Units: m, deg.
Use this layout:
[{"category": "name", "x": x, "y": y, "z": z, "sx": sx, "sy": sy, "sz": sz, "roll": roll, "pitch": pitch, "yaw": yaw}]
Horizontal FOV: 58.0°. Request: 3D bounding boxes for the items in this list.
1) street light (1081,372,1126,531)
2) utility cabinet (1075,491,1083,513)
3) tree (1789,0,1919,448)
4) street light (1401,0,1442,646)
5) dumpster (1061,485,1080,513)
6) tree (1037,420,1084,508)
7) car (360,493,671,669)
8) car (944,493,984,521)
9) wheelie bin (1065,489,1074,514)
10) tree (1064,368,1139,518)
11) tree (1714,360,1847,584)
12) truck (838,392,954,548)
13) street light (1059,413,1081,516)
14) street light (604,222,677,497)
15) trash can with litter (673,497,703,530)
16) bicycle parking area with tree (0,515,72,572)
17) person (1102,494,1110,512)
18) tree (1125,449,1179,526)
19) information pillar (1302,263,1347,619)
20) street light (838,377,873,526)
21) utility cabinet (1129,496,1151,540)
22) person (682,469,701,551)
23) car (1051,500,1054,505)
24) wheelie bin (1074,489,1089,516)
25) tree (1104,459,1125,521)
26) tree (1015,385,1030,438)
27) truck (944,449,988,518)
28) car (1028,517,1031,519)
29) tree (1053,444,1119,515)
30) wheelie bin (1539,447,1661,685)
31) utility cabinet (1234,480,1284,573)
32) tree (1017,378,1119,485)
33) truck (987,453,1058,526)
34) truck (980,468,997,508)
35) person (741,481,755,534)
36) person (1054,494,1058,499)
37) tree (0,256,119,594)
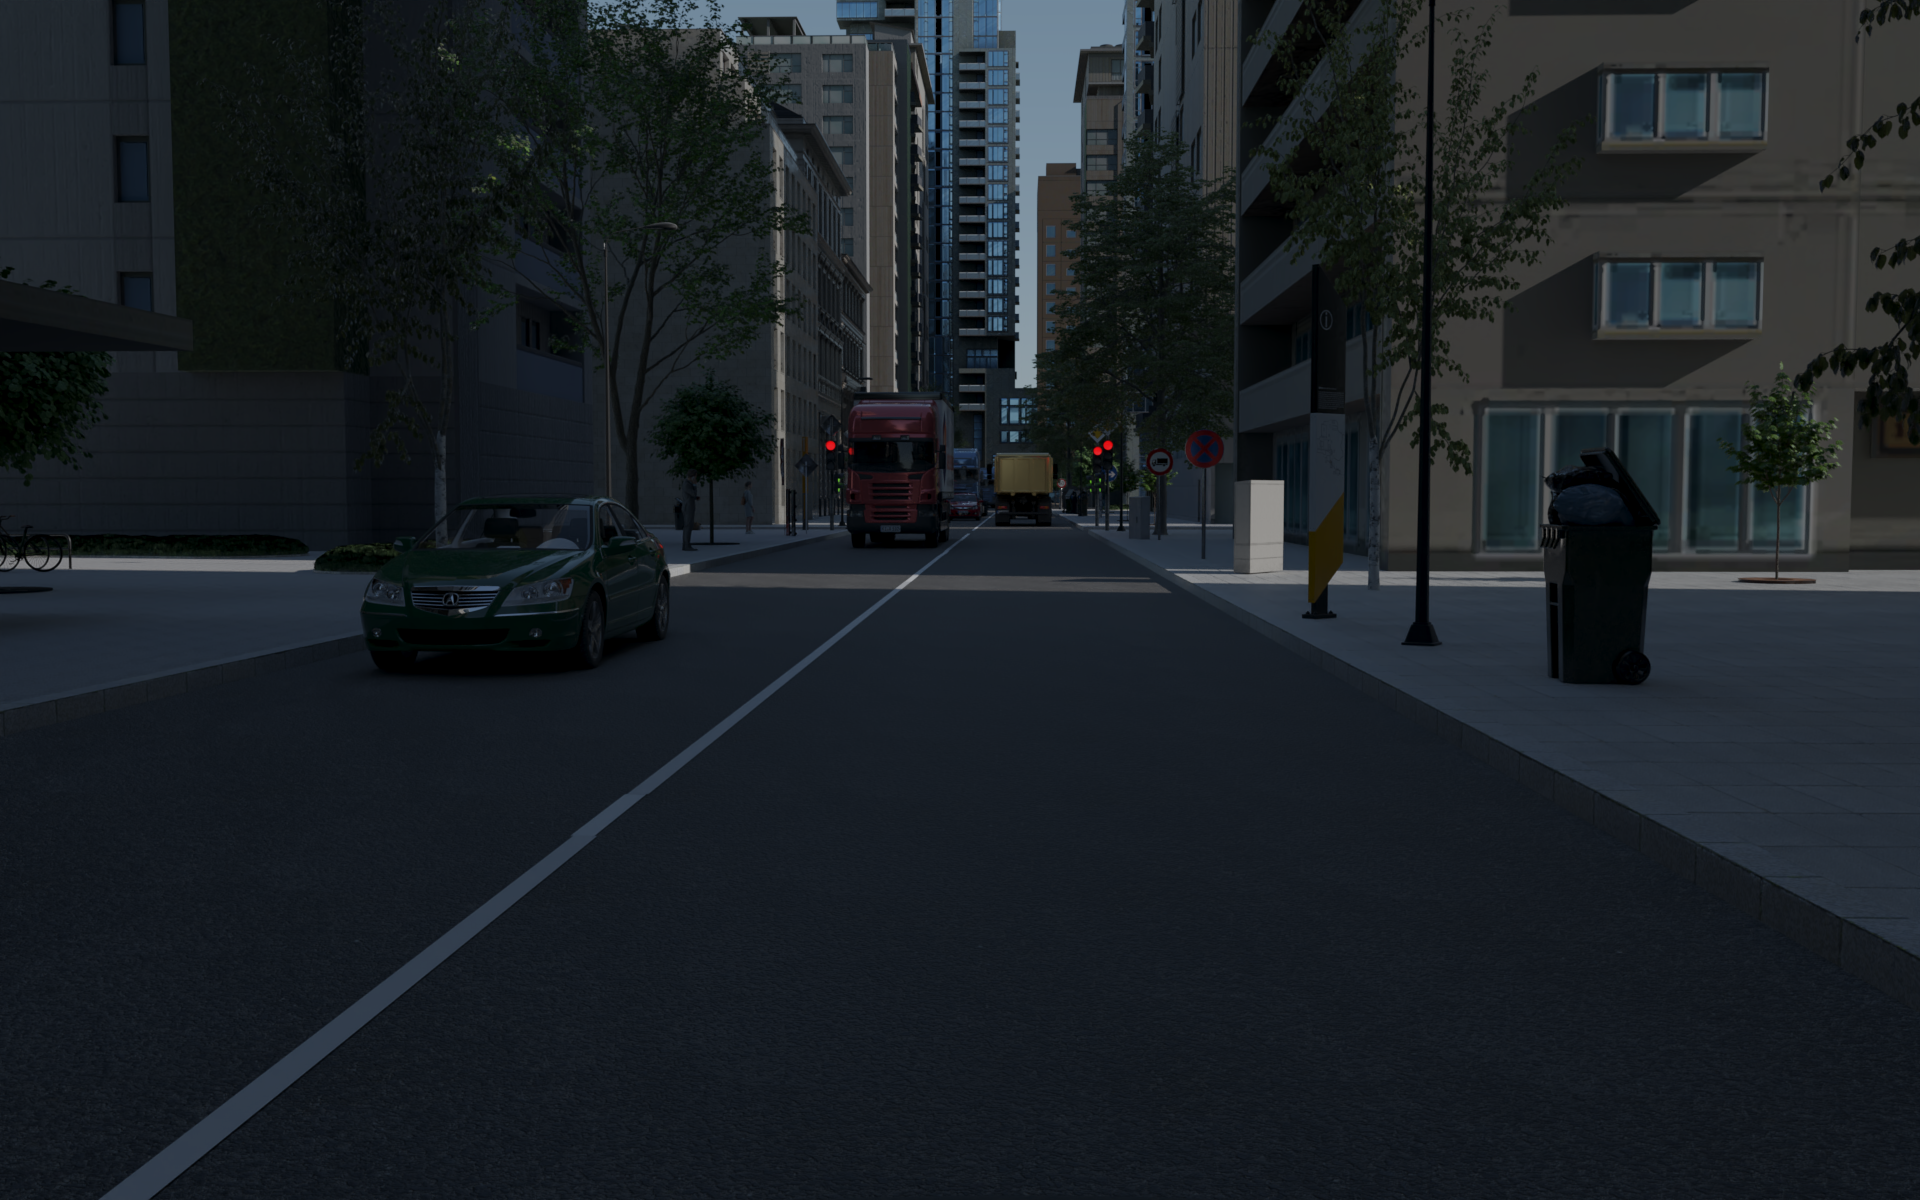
[{"category": "street light", "x": 5.015, "y": -5.320, "z": 59.529, "sx": 1.470, "sy": 5.913, "sz": 1.316, "roll": 0, "pitch": 4, "yaw": 2}, {"category": "utility cabinet", "x": 7.760, "y": -6.506, "z": 115.057, "sx": 1.173, "sy": 1.500, "sz": 0.318, "roll": 3, "pitch": 5, "yaw": 43}, {"category": "tree", "x": 4.995, "y": -3.483, "z": 7.303, "sx": 4.360, "sy": 8.622, "sz": 3.978, "roll": 0, "pitch": 3, "yaw": 0}, {"category": "street light", "x": 3.394, "y": -2.573, "z": 14.607, "sx": 1.470, "sy": 5.913, "sz": 1.316, "roll": 0, "pitch": 4, "yaw": 2}, {"category": "dumpster", "x": 7.497, "y": -6.796, "z": 116.868, "sx": 1.264, "sy": 1.857, "sz": 1.865, "roll": 0, "pitch": 4, "yaw": 2}, {"category": "tree", "x": 9.427, "y": -12.809, "z": 159.793, "sx": 4.360, "sy": 8.622, "sz": 3.978, "roll": 0, "pitch": 3, "yaw": 0}, {"category": "car", "x": -3.852, "y": -0.238, "z": 15.693, "sx": 2.131, "sy": 1.459, "sz": 4.920, "roll": 0, "pitch": 4, "yaw": 2}, {"category": "car", "x": 0.219, "y": -5.223, "z": 94.433, "sx": 2.155, "sy": 1.783, "sz": 4.494, "roll": 0, "pitch": 4, "yaw": 2}, {"category": "wheelie bin", "x": 7.264, "y": -6.423, "z": 112.922, "sx": 0.693, "sy": 1.594, "sz": 0.980, "roll": -2, "pitch": 4, "yaw": -29}, {"category": "tree", "x": 7.674, "y": -8.787, "z": 94.037, "sx": 4.737, "sy": 8.622, "sz": 4.395, "roll": 0, "pitch": 3, "yaw": 0}, {"category": "tree", "x": 11.725, "y": -1.862, "z": 25.041, "sx": 1.663, "sy": 3.219, "sz": 1.824, "roll": 0, "pitch": 3, "yaw": 0}, {"category": "truck", "x": -1.618, "y": -3.728, "z": 49.870, "sx": 2.839, "sy": 4.237, "sz": 11.283, "roll": 0, "pitch": 4, "yaw": 2}, {"category": "street light", "x": 6.385, "y": -7.739, "z": 99.073, "sx": 1.470, "sy": 5.913, "sz": 1.316, "roll": 0, "pitch": 4, "yaw": 2}, {"category": "street light", "x": -5.534, "y": -3.502, "z": 29.798, "sx": 1.470, "sy": 5.913, "sz": 1.316, "roll": 0, "pitch": 4, "yaw": 2}, {"category": "trash can with litter", "x": -9.628, "y": -3.059, "z": 61.398, "sx": 1.055, "sy": 1.170, "sz": 0.624, "roll": 0, "pitch": 4, "yaw": 5}, {"category": "bicycle parking area with tree", "x": -18.772, "y": -2.428, "z": 26.697, "sx": 9.016, "sy": 4.147, "sz": 8.231, "roll": 2, "pitch": 4, "yaw": 25}, {"category": "person", "x": 10.464, "y": -7.290, "z": 125.214, "sx": 0.713, "sy": 1.824, "sz": 0.794, "roll": 2, "pitch": 4, "yaw": 32}, {"category": "tree", "x": 7.945, "y": -4.683, "z": 71.168, "sx": 1.663, "sy": 3.219, "sz": 1.824, "roll": 0, "pitch": 3, "yaw": 0}, {"category": "information pillar", "x": 3.778, "y": -1.621, "z": 17.850, "sx": 0.504, "sy": 3.616, "sz": 0.183, "roll": -3, "pitch": 5, "yaw": -40}, {"category": "street light", "x": -4.157, "y": -5.894, "z": 68.913, "sx": 1.470, "sy": 5.913, "sz": 1.316, "roll": 0, "pitch": 4, "yaw": 2}, {"category": "utility cabinet", "x": 5.100, "y": -2.334, "z": 49.320, "sx": 0.306, "sy": 1.237, "sz": 1.020, "roll": -1, "pitch": 4, "yaw": -14}, {"category": "person", "x": -6.077, "y": -2.039, "z": 39.189, "sx": 0.447, "sy": 1.846, "sz": 0.655, "roll": -1, "pitch": 4, "yaw": -20}, {"category": "car", "x": 4.982, "y": -6.016, "z": 110.370, "sx": 2.014, "sy": 1.417, "sz": 4.499, "roll": 0, "pitch": 4, "yaw": 4}, {"category": "wheelie bin", "x": 7.176, "y": -5.692, "z": 100.973, "sx": 0.693, "sy": 1.594, "sz": 0.980, "roll": 0, "pitch": 4, "yaw": 5}, {"category": "tree", "x": 7.763, "y": -5.322, "z": 81.623, "sx": 1.663, "sy": 3.219, "sz": 1.824, "roll": 0, "pitch": 3, "yaw": 0}, {"category": "tree", "x": 7.904, "y": -12.626, "z": 124.556, "sx": 7.486, "sy": 12.596, "sz": 7.792, "roll": 0, "pitch": 3, "yaw": 0}, {"category": "truck", "x": 0.267, "y": -7.237, "z": 108.079, "sx": 2.967, "sy": 4.110, "sz": 18.799, "roll": 0, "pitch": 4, "yaw": 3}, {"category": "car", "x": 3.287, "y": -5.372, "z": 99.828, "sx": 2.014, "sy": 1.417, "sz": 4.499, "roll": 0, "pitch": 4, "yaw": 3}, {"category": "tree", "x": 8.397, "y": -7.556, "z": 107.253, "sx": 4.285, "sy": 4.588, "sz": 4.351, "roll": 0, "pitch": 3, "yaw": 0}, {"category": "wheelie bin", "x": 4.351, "y": -0.241, "z": 11.856, "sx": 0.693, "sy": 1.594, "sz": 0.980, "roll": 0, "pitch": 4, "yaw": 4}, {"category": "utility cabinet", "x": 4.845, "y": -1.189, "z": 28.121, "sx": 0.318, "sy": 1.500, "sz": 1.173, "roll": 3, "pitch": 4, "yaw": 36}, {"category": "tree", "x": 8.433, "y": -12.208, "z": 134.015, "sx": 8.767, "sy": 10.594, "sz": 7.601, "roll": 1, "pitch": 4, "yaw": 11}, {"category": "truck", "x": 2.917, "y": -5.173, "z": 80.509, "sx": 3.469, "sy": 3.379, "sz": 9.791, "roll": 0, "pitch": 4, "yaw": 2}, {"category": "truck", "x": 2.821, "y": -11.827, "z": 183.122, "sx": 2.967, "sy": 4.110, "sz": 18.799, "roll": 0, "pitch": 4, "yaw": 2}, {"category": "person", "x": -6.796, "y": -2.975, "z": 55.693, "sx": 0.522, "sy": 1.701, "sz": 0.512, "roll": -1, "pitch": 4, "yaw": -23}, {"category": "person", "x": 10.990, "y": -11.547, "z": 198.067, "sx": 0.599, "sy": 1.433, "sz": 0.991, "roll": -1, "pitch": 4, "yaw": -17}, {"category": "tree", "x": -12.687, "y": -2.373, "z": 22.513, "sx": 4.285, "sy": 4.588, "sz": 4.351, "roll": 0, "pitch": 3, "yaw": 0}]
